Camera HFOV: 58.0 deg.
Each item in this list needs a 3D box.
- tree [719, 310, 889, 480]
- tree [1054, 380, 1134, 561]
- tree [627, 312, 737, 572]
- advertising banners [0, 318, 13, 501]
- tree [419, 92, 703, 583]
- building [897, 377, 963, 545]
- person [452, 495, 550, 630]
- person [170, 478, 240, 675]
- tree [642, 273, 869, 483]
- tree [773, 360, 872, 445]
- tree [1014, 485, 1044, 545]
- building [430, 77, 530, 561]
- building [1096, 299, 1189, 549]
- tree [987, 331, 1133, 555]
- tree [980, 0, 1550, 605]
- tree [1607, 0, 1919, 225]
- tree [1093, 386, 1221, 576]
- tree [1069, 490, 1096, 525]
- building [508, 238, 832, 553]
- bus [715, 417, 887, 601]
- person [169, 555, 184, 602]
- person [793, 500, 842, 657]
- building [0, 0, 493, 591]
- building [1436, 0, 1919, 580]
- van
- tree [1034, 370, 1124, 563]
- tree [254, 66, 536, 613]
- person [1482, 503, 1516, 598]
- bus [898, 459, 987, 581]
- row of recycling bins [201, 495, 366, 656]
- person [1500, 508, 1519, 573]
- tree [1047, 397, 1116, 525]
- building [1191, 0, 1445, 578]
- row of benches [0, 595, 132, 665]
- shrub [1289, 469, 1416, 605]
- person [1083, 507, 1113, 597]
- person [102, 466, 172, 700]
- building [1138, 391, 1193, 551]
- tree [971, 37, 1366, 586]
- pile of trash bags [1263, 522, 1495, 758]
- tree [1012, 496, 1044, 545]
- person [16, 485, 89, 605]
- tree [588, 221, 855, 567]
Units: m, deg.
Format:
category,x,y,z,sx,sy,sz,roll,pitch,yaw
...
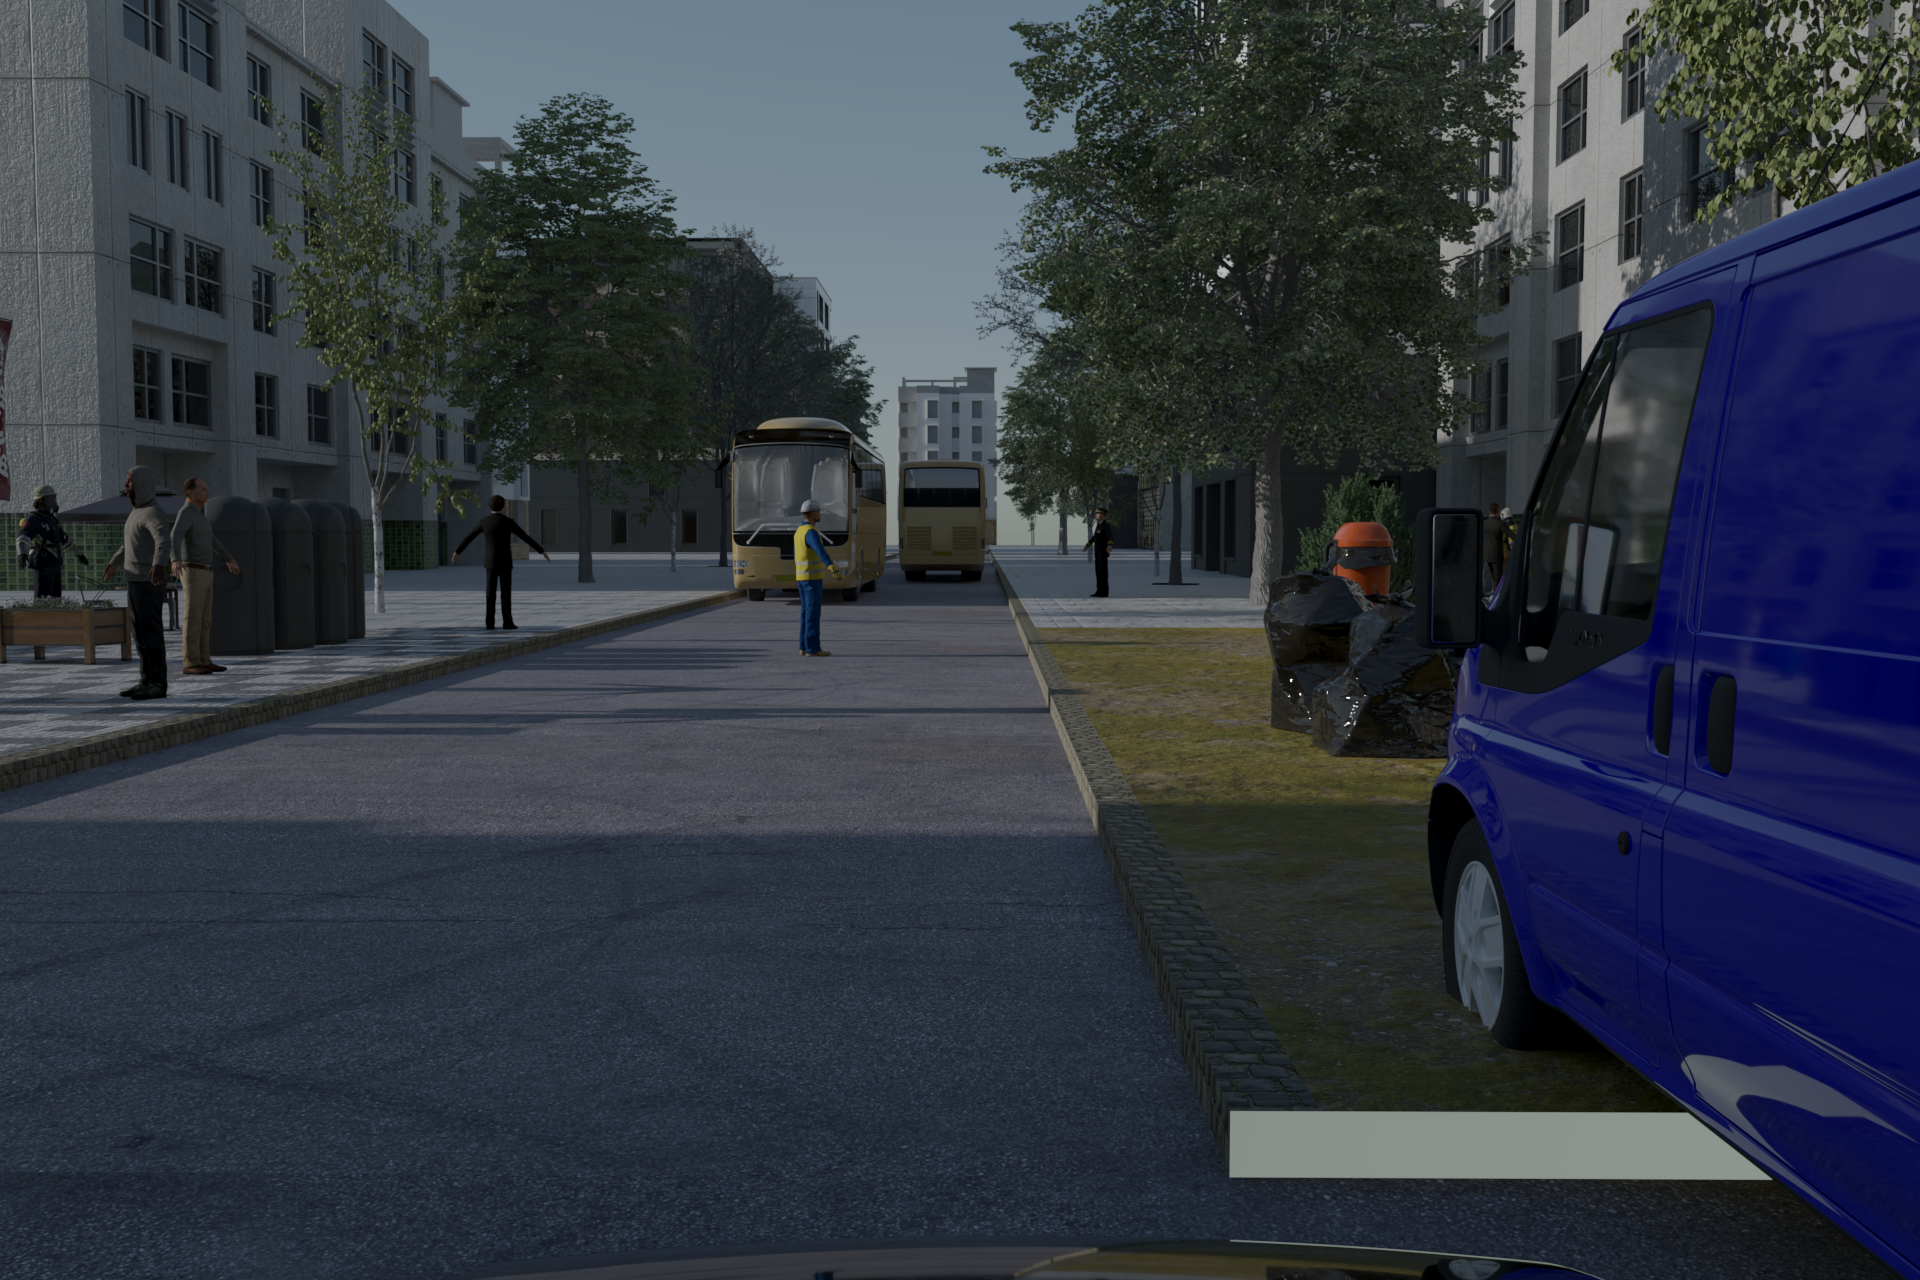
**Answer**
category,x,y,z,sx,sy,sz,roll,pitch,yaw
tree,-8.701,-11.545,95.412,9.857,13.997,8.962,0,3,0
tree,6.356,-8.086,82.563,4.737,8.622,4.395,0,3,0
tree,-9.632,-6.600,58.269,4.737,8.622,4.395,0,3,0
advertising banners,-7.750,-1.042,13.218,0.090,3.025,2.074,0,4,0
tree,-10.246,-7.777,45.279,7.486,12.596,7.792,0,3,0
building,-6.912,-20.966,201.668,11.380,20.090,16.016,1,4,10
person,-6.188,-1.044,23.262,1.347,1.806,0.705,0,4,4
person,-6.986,-0.590,15.924,0.705,1.796,1.348,0,4,-2
tree,-9.364,-10.430,80.894,12.009,13.543,11.850,0,3,0
tree,-8.783,-11.529,106.628,7.486,12.596,7.792,0,3,0
tree,8.133,-15.026,196.044,4.737,8.622,4.395,0,3,0
building,-26.611,-13.258,73.186,16.016,20.090,11.380,0,4,1
building,26.787,-19.635,165.004,27.936,21.610,32.646,0,4,0
tree,6.138,-12.087,104.285,9.857,13.997,8.962,0,3,0
tree,5.542,-7.632,31.439,9.857,13.997,8.962,0,3,0
tree,6.265,-3.784,12.237,4.737,8.622,4.395,0,3,0
tree,5.976,-6.236,52.317,4.360,8.622,3.978,0,3,0
tree,16.980,-17.630,194.905,9.857,13.997,8.962,0,3,0
building,-25.362,-17.865,136.067,27.936,21.610,32.646,0,4,1
bus,-3.302,-2.976,40.208,2.896,3.916,12.252,0,4,1
person,-14.532,-1.436,32.740,0.991,1.433,0.599,0,4,4
person,-1.723,-0.730,20.360,0.705,1.833,1.349,-2,4,-24
building,-27.405,-11.473,54.038,16.747,18.905,31.486,0,4,1
building,21.659,-10.198,33.192,16.747,18.905,31.486,0,4,1
van,2.256,0.099,2.771,2.240,2.365,5.245,0,4,0
tree,5.599,-7.720,76.582,4.737,8.622,4.395,0,3,0
tree,-9.262,-4.732,27.738,4.737,8.622,4.395,0,3,0
person,8.973,-1.399,29.094,0.704,1.802,1.346,-3,5,-42
bus,-0.496,-3.945,56.042,2.896,3.916,12.252,0,4,0
row of recycling bins,-7.735,-0.782,19.902,1.069,1.692,3.534,0,4,1
person,12.004,-1.979,38.118,1.354,1.858,0.705,-1,4,-14
tree,6.892,-8.586,90.741,4.360,8.622,3.978,0,3,0
building,22.479,-13.546,65.448,27.936,21.610,32.646,0,4,1
row of benches,-10.467,-0.129,17.576,4.104,0.672,1.422,1,4,10
shrub,4.552,-0.935,19.713,1.690,2.028,1.600,0,3,0
person,2.852,-1.790,35.206,0.705,1.837,1.347,-1,4,-19
person,-6.396,-0.453,13.537,0.705,1.813,1.348,-3,5,-41
building,24.433,-18.817,138.583,19.493,23.208,18.063,0,4,1
tree,5.473,-8.118,43.103,12.009,13.543,11.850,0,3,0
pile of trash bags,2.973,-0.110,11.556,1.912,1.369,3.447,0,4,0
tree,8.584,-15.320,200.838,4.360,8.622,3.978,0,3,0
person,-10.728,-0.894,20.391,0.705,1.856,1.354,0,4,2
tree,-9.122,-9.606,67.432,12.009,13.543,11.850,0,3,0
